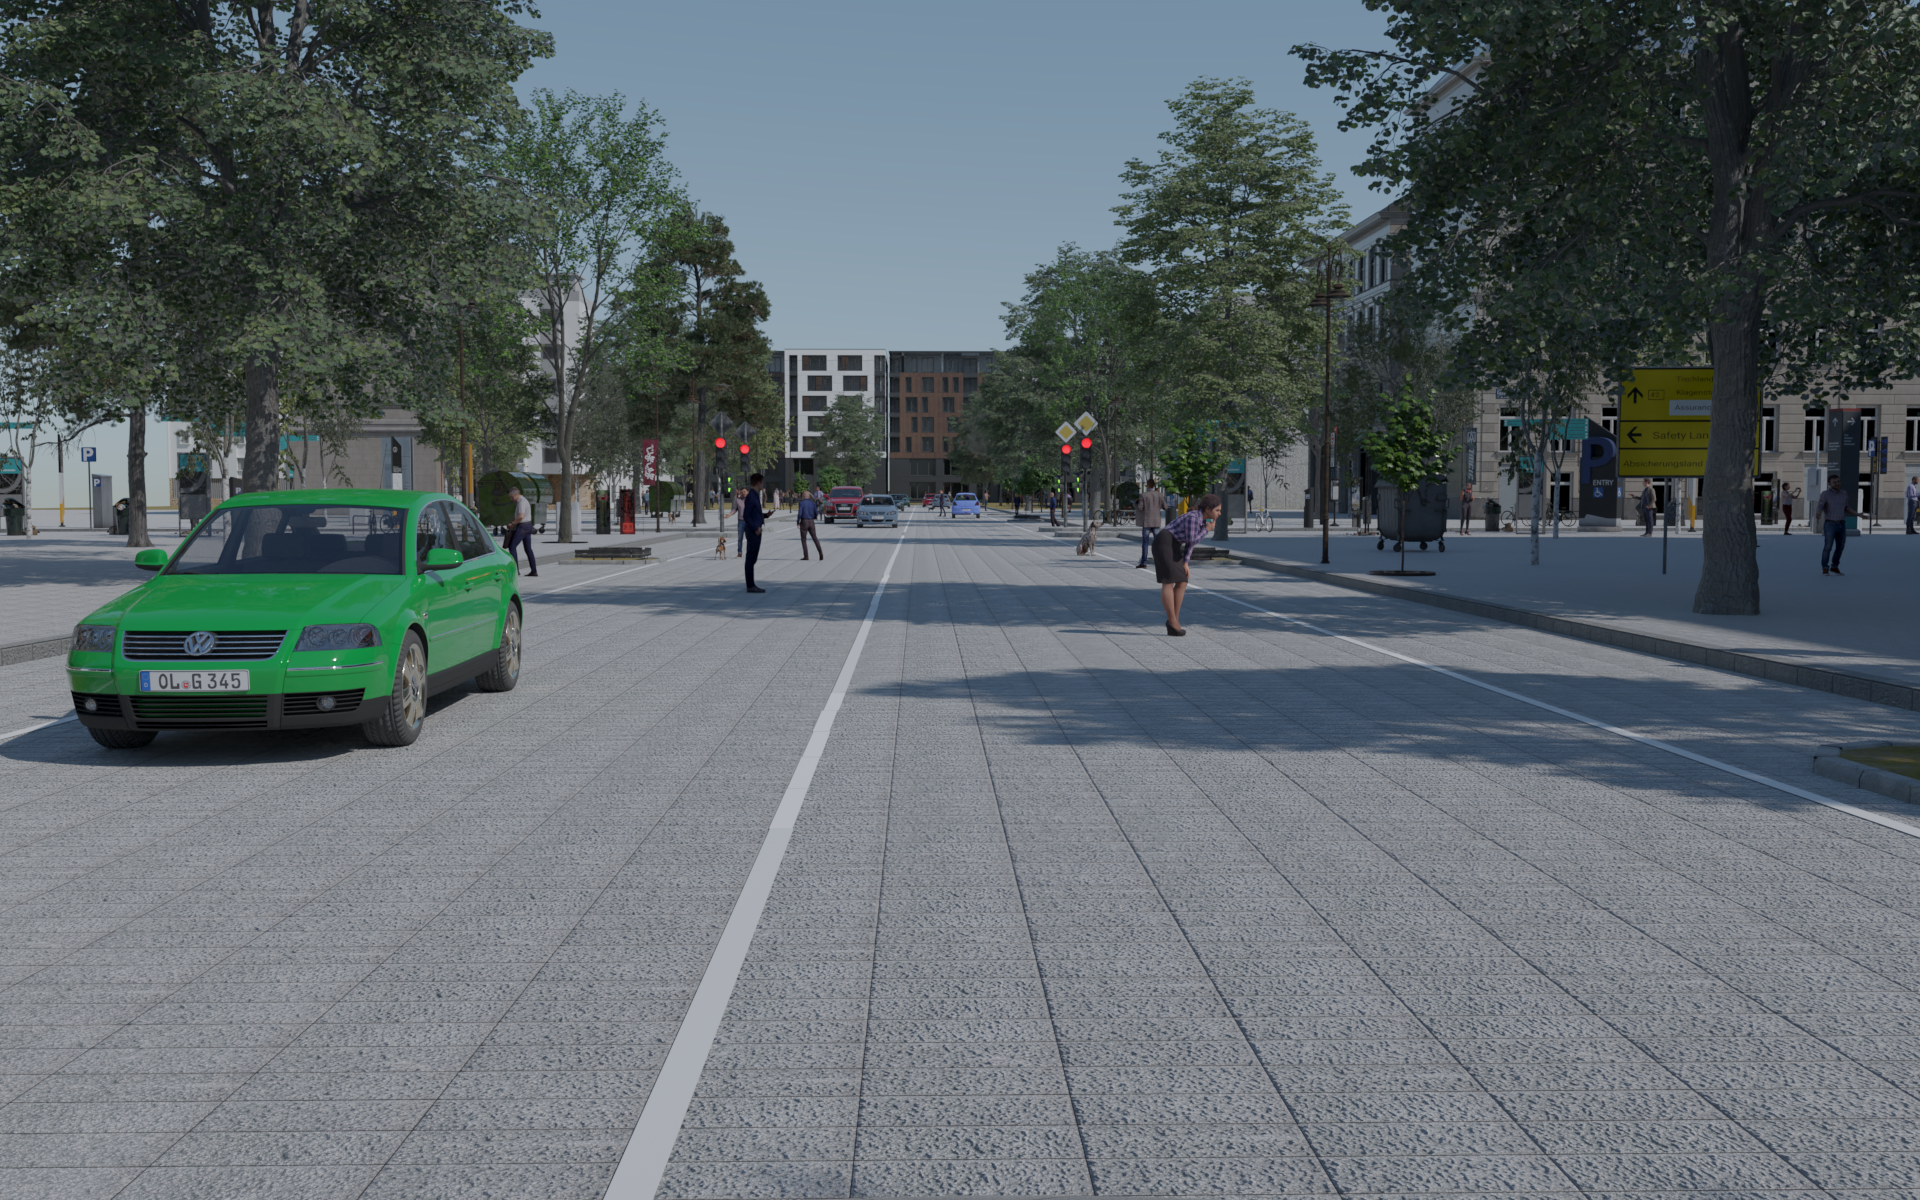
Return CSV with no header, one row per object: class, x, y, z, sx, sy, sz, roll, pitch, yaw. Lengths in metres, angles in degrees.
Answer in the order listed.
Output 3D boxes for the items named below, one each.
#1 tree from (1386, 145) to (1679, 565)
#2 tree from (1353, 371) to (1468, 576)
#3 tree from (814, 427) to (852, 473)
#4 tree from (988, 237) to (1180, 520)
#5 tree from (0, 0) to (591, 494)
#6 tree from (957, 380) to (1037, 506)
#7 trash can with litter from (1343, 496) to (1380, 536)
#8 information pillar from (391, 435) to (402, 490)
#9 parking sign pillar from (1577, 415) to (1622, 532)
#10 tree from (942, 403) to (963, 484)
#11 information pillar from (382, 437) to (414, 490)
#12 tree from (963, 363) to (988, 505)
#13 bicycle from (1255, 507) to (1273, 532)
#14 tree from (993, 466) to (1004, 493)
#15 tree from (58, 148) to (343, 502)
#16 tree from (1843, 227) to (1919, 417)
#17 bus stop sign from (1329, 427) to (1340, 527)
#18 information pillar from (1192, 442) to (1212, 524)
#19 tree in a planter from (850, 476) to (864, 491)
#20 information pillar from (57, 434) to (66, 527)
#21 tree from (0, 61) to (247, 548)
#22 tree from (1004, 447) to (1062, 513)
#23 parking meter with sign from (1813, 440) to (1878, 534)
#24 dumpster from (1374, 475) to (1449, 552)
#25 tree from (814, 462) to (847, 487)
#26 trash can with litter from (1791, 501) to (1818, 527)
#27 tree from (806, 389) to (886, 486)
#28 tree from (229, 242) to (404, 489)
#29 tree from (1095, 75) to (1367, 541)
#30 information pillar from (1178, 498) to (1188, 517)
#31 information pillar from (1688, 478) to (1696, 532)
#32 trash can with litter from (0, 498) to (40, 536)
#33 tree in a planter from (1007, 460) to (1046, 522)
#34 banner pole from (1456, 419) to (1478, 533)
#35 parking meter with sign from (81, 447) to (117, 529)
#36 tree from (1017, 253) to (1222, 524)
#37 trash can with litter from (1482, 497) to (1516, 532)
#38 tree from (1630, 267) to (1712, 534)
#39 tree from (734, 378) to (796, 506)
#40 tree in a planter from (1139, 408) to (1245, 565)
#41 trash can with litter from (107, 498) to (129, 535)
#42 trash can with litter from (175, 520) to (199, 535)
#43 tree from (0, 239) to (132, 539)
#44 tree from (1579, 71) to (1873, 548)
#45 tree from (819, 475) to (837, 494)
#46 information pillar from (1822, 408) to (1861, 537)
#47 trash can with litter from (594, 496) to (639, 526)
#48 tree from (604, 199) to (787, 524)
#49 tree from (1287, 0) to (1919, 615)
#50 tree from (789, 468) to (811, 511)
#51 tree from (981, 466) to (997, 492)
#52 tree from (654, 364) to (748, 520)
tree,10.639,-4.946,31.238,4.360,8.622,3.978,0,3,0
tree,7.156,-2.004,27.371,1.663,3.219,1.824,0,3,0
tree,-14.058,-14.679,190.362,4.360,8.622,3.978,0,3,0
tree,6.572,-10.923,85.243,9.857,13.997,8.962,0,3,0
tree,-10.079,-7.223,24.755,9.857,13.997,8.962,0,3,0
tree,4.410,-16.685,183.174,12.009,13.543,11.850,0,3,0
trash can with litter,12.510,-2.624,53.967,1.678,1.210,2.233,1,4,23
information pillar,-22.568,-4.772,69.373,0.183,3.616,0.504,2,4,29
parking sign pillar,21.724,-4.296,58.718,1.447,3.967,1.447,3,5,41
tree,2.822,-18.202,204.263,9.857,13.997,8.962,0,3,0
information pillar,-23.296,-4.923,71.802,1.656,3.620,0.184,2,4,29
tree,5.220,-13.733,131.185,9.857,13.997,8.962,0,3,0
bicycle,10.228,-2.756,58.276,0.635,0.972,1.543,-1,4,-12
tree,4.514,-10.229,150.959,4.285,4.588,4.351,0,3,0
tree,-14.911,-5.138,34.376,4.360,8.622,3.978,0,3,0
tree,19.991,-6.708,31.726,6.751,12.117,7.091,0,3,0
bus stop sign,14.813,-4.891,68.673,0.416,3.939,0.855,0,4,-3
information pillar,9.239,-4.698,66.186,0.750,3.857,0.750,0,4,-5
tree in a planter,-10.197,-10.492,168.762,1.991,3.239,1.994,0,4,-1
information pillar,-35.093,-4.665,67.620,0.183,3.616,0.504,-1,4,-16
tree,-19.840,-7.308,41.539,6.751,12.117,7.091,0,3,0
tree,5.680,-8.362,120.436,4.285,4.588,4.351,0,3,0
parking meter with sign,28.492,-3.640,55.781,1.738,3.016,0.543,0,4,7
dumpster,10.119,-2.019,38.767,1.264,1.857,1.865,0,4,-1
tree,-13.050,-11.664,174.421,4.285,4.588,4.351,0,3,0
trash can with litter,32.839,-3.435,67.226,2.233,1.210,1.678,-3,5,-40
tree,-13.644,-18.599,210.746,9.857,13.997,8.962,0,3,0
tree,-18.922,-6.037,49.072,4.737,8.622,4.395,0,3,0
tree,7.409,-7.929,47.768,7.486,12.596,7.792,0,3,0
information pillar,8.628,-4.628,67.027,0.504,3.616,0.183,-3,4,-36
information pillar,24.756,-4.108,58.527,0.183,3.616,0.504,0,4,6
trash can with litter,-29.027,-2.574,53.466,0.624,1.170,1.055,1,4,20
tree in a planter,3.485,-5.750,91.227,1.991,3.239,1.994,0,4,-1
banner pole,16.875,-4.133,57.597,0.401,3.779,0.863,-2,4,-29
parking meter with sign,-32.227,-4.212,65.129,0.543,3.016,1.738,0,4,6
tree,6.335,-9.130,75.037,9.928,11.665,9.643,0,3,0
trash can with litter,18.393,-2.917,59.073,1.055,1.170,0.624,0,4,4
tree,23.111,-6.412,55.205,4.737,8.622,4.395,0,3,0
tree,-12.256,-9.569,106.823,4.737,8.622,4.395,0,3,0
tree in a planter,4.760,-2.365,35.889,1.991,3.239,1.994,0,4,-1
trash can with litter,-26.407,-2.628,54.363,1.055,1.170,0.624,2,4,31
trash can with litter,-24.354,-2.728,55.665,1.678,1.210,2.233,0,4,-4
tree,-26.838,-6.087,49.887,4.360,8.622,3.978,0,3,0
tree,18.793,-7.102,41.871,9.928,11.665,9.643,0,3,0
tree,-13.120,-10.766,170.627,1.663,3.219,1.824,0,3,0
information pillar,26.761,-3.859,52.480,0.750,3.857,0.750,-1,4,-10
trash can with litter,-13.811,-3.617,70.194,1.678,1.210,2.233,-2,4,-25
tree,-11.014,-10.234,74.752,7.806,13.903,7.818,0,3,0
tree,8.379,-6.824,18.233,9.857,13.997,8.962,0,3,0
tree,-12.206,-8.355,131.200,1.663,3.219,1.824,0,3,0
tree,3.383,-16.197,215.189,4.360,8.622,3.978,0,3,0
tree,-11.851,-8.194,84.339,4.360,8.622,3.978,0,3,0
